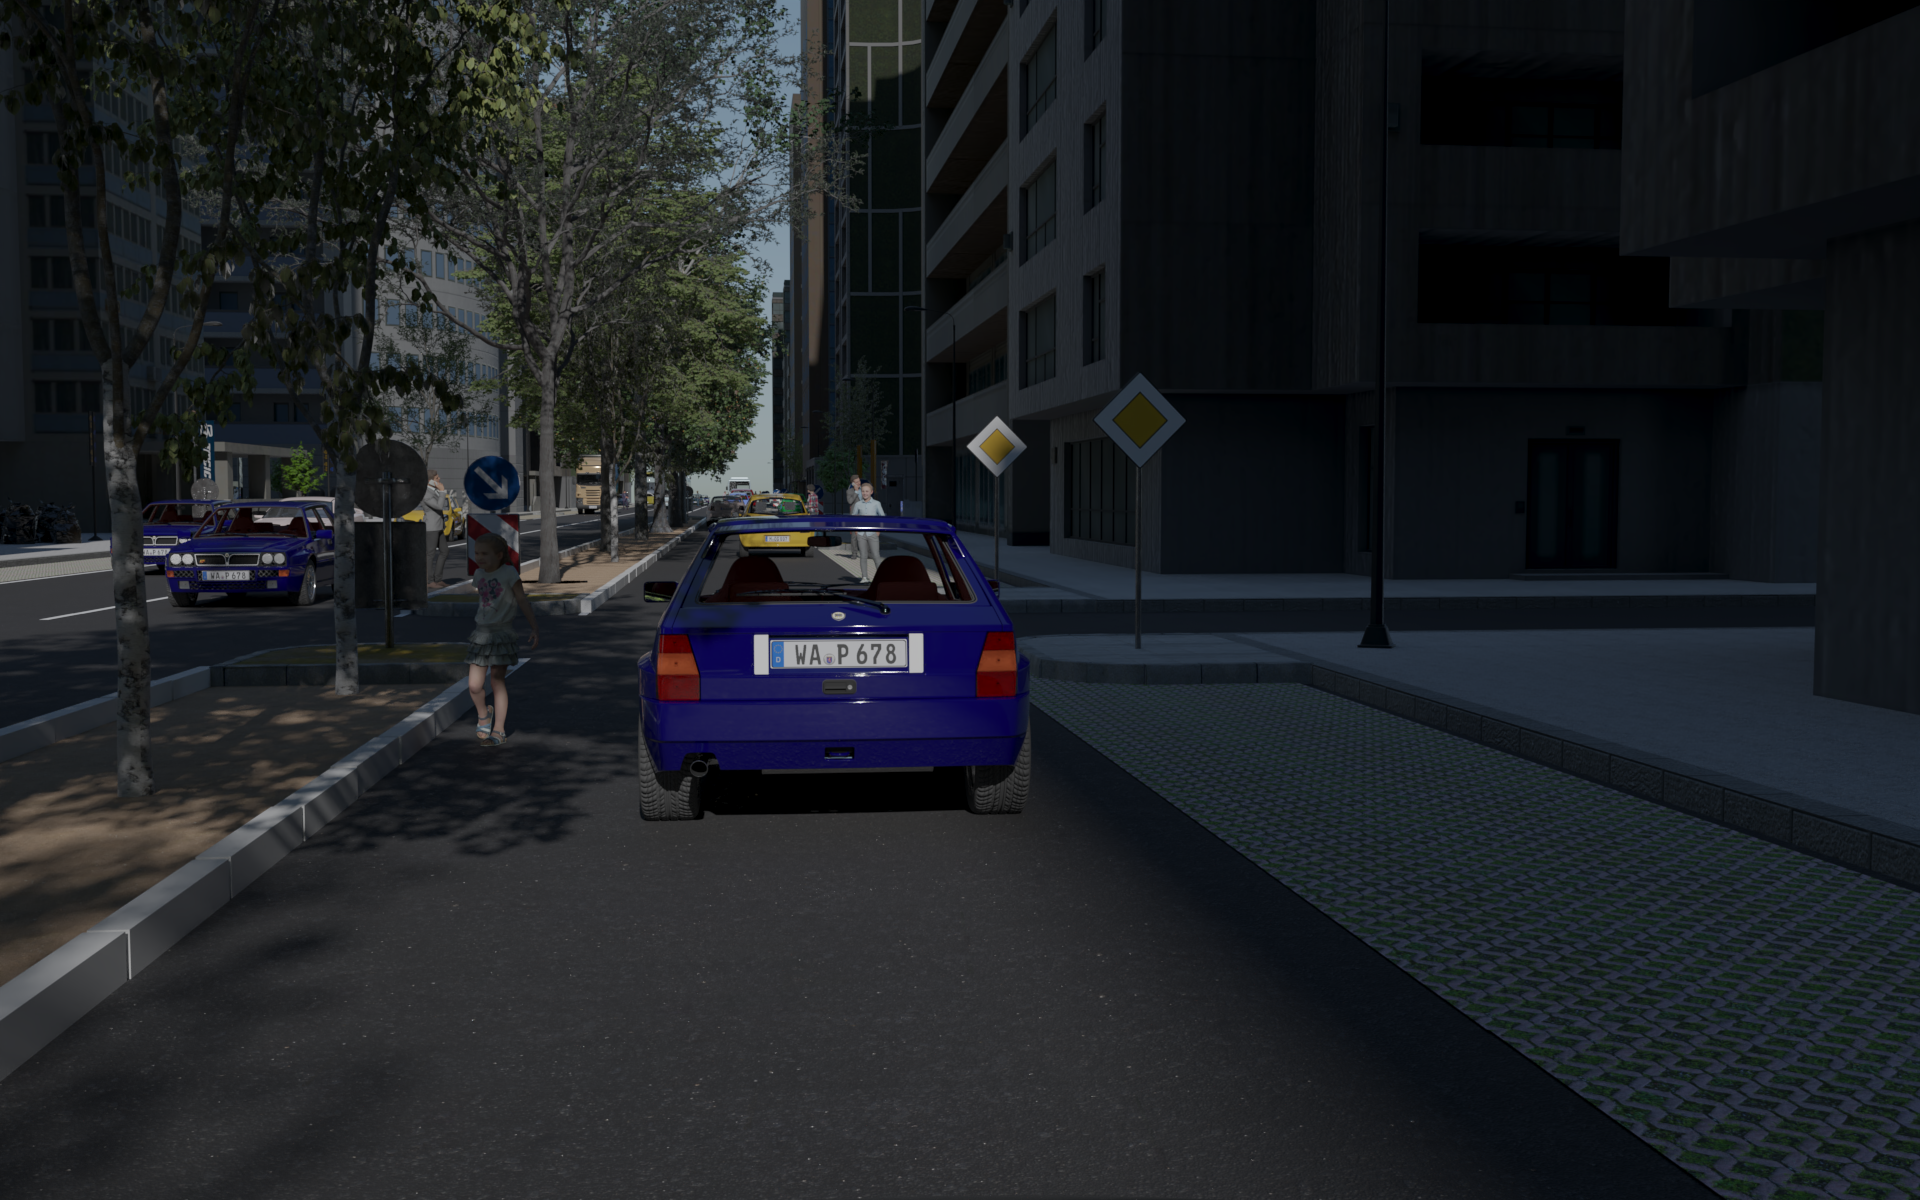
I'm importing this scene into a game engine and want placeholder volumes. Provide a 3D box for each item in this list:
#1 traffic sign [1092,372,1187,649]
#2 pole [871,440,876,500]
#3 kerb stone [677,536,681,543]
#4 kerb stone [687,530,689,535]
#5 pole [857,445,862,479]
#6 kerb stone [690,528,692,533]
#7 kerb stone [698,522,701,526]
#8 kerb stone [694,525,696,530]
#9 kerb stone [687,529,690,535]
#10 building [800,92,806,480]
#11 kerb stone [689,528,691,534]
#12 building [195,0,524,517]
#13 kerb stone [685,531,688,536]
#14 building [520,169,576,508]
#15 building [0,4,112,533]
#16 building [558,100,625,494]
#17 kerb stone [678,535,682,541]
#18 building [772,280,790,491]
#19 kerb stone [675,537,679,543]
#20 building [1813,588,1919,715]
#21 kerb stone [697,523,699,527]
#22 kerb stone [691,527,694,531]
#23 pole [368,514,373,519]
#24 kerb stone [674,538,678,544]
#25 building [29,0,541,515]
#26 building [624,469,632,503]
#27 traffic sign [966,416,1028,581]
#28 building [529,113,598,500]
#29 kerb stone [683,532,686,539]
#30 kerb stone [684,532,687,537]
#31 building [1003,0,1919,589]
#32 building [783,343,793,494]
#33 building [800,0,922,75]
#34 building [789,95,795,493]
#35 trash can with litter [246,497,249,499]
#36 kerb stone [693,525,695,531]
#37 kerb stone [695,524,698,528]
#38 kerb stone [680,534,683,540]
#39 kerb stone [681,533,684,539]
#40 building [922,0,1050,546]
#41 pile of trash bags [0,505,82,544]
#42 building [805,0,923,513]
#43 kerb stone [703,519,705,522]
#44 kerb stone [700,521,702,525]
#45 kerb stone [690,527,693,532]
[{"bbox_3d":[1.475,-0.652,14.308,0.795,2.450,0.064,0,4,-7],"label":"traffic sign"},{"bbox_3d":[-3.256,-4.365,65.211,0.158,3.312,0.155,0,3,0],"label":"pole"},{"bbox_3d":[-8.190,-1.692,49.856,0.120,0.150,1.000,0,4,-7],"label":"kerb stone"},{"bbox_3d":[-9.220,-2.190,58.003,0.120,0.150,1.000,0,4,-7],"label":"kerb stone"},{"bbox_3d":[-4.180,-4.794,72.221,0.158,3.312,0.155,0,3,0],"label":"pole"},{"bbox_3d":[-9.603,-2.375,61.049,0.120,0.150,1.000,0,4,-7],"label":"kerb stone"},{"bbox_3d":[-11.151,-3.119,73.250,0.120,0.150,1.000,0,4,-7],"label":"kerb stone"},{"bbox_3d":[-10.248,-2.687,66.133,0.120,0.150,1.000,0,4,-7],"label":"kerb stone"},{"bbox_3d":[-9.346,-2.247,59.021,0.120,0.150,1.000,0,4,-7],"label":"kerb stone"},{"bbox_3d":[-3.312,-30.859,159.169,22.147,44.769,28.867,0,4,-7],"label":"building"},{"bbox_3d":[-9.471,-2.314,60.036,0.120,0.150,1.000,0,4,-7],"label":"kerb stone"},{"bbox_3d":[-39.681,-34.510,106.241,21.231,58.520,28.212,0,4,-7],"label":"building"},{"bbox_3d":[-8.955,-2.066,55.967,0.120,0.150,1.000,0,4,-7],"label":"kerb stone"},{"bbox_3d":[-41.844,-23.308,152.789,14.160,30.474,14.107,0,4,-7],"label":"building"},{"bbox_3d":[-40.987,-22.494,59.659,32.217,40.220,23.993,0,4,-7],"label":"building"},{"bbox_3d":[-53.426,-36.163,214.968,21.300,48.544,21.600,0,4,-7],"label":"building"},{"bbox_3d":[-8.313,-1.750,50.872,0.120,0.150,1.000,0,4,-7],"label":"kerb stone"},{"bbox_3d":[-19.872,-29.131,247.991,14.160,30.474,14.107,0,4,-7],"label":"building"},{"bbox_3d":[-8.063,-1.627,48.842,0.120,0.150,1.000,0,4,-7],"label":"kerb stone"},{"bbox_3d":[11.089,-14.445,7.874,14.160,30.474,14.107,0,4,-7],"label":"building"},{"bbox_3d":[-10.769,-2.936,70.206,0.120,0.150,1.000,0,4,-7],"label":"kerb stone"},{"bbox_3d":[-9.864,-2.501,63.081,0.120,0.150,1.000,0,4,-7],"label":"kerb stone"},{"bbox_3d":[-29.994,-5.762,88.055,0.158,3.312,0.155,0,3,0],"label":"pole"},{"bbox_3d":[-7.928,-1.567,47.824,0.120,0.150,1.000,0,4,-7],"label":"kerb stone"},{"bbox_3d":[-48.439,-26.916,131.955,32.217,40.220,23.993,0,4,-7],"label":"building"},{"bbox_3d":[-52.379,-28.355,235.300,14.160,30.474,14.107,0,4,-7],"label":"building"},{"bbox_3d":[0.470,-1.137,22.230,0.795,2.450,0.064,0,4,-7],"label":"traffic sign"},{"bbox_3d":[-50.883,-32.746,190.017,22.147,44.769,28.867,0,4,-7],"label":"building"},{"bbox_3d":[-8.700,-1.940,53.917,0.120,0.150,1.000,0,4,-7],"label":"kerb stone"},{"bbox_3d":[-8.832,-2.003,54.945,0.120,0.150,1.000,0,4,-7],"label":"kerb stone"},{"bbox_3d":[8.723,-15.836,30.613,14.107,30.474,14.160,0,4,-7],"label":"building"},{"bbox_3d":[-7.630,-22.565,213.983,27.650,21.520,28.899,0,4,-7],"label":"building"},{"bbox_3d":[-5.377,-29.793,137.226,14.600,45.320,14.200,0,4,-7],"label":"building"},{"bbox_3d":[-11.615,-33.086,191.072,14.600,45.320,14.200,0,4,-7],"label":"building"},{"bbox_3d":[-32.274,-4.164,79.470,1.055,1.170,0.624,-2,4,-31],"label":"trash can with litter"},{"bbox_3d":[-10.117,-2.624,65.116,0.120,0.150,1.000,0,4,-7],"label":"kerb stone"},{"bbox_3d":[-10.502,-2.811,68.172,0.120,0.150,1.000,0,4,-7],"label":"kerb stone"},{"bbox_3d":[-8.439,-1.814,51.890,0.120,0.150,1.000,0,4,-7],"label":"kerb stone"},{"bbox_3d":[-8.572,-1.878,52.903,0.120,0.150,1.000,0,4,-7],"label":"kerb stone"},{"bbox_3d":[10.530,-26.242,52.767,21.300,48.544,21.600,0,4,-7],"label":"building"},{"bbox_3d":[-24.596,-2.130,44.572,3.447,1.369,1.912,-3,4,-36],"label":"pile of trash bags"},{"bbox_3d":[-0.130,-41.637,119.011,20.563,71.187,20.611,0,4,-7],"label":"building"},{"bbox_3d":[-12.183,-3.620,81.374,0.120,0.150,1.000,0,4,-7],"label":"kerb stone"},{"bbox_3d":[-11.407,-3.246,75.278,0.120,0.150,1.000,0,4,-7],"label":"kerb stone"},{"bbox_3d":[-9.737,-2.437,62.067,0.120,0.150,1.000,0,4,-7],"label":"kerb stone"}]
